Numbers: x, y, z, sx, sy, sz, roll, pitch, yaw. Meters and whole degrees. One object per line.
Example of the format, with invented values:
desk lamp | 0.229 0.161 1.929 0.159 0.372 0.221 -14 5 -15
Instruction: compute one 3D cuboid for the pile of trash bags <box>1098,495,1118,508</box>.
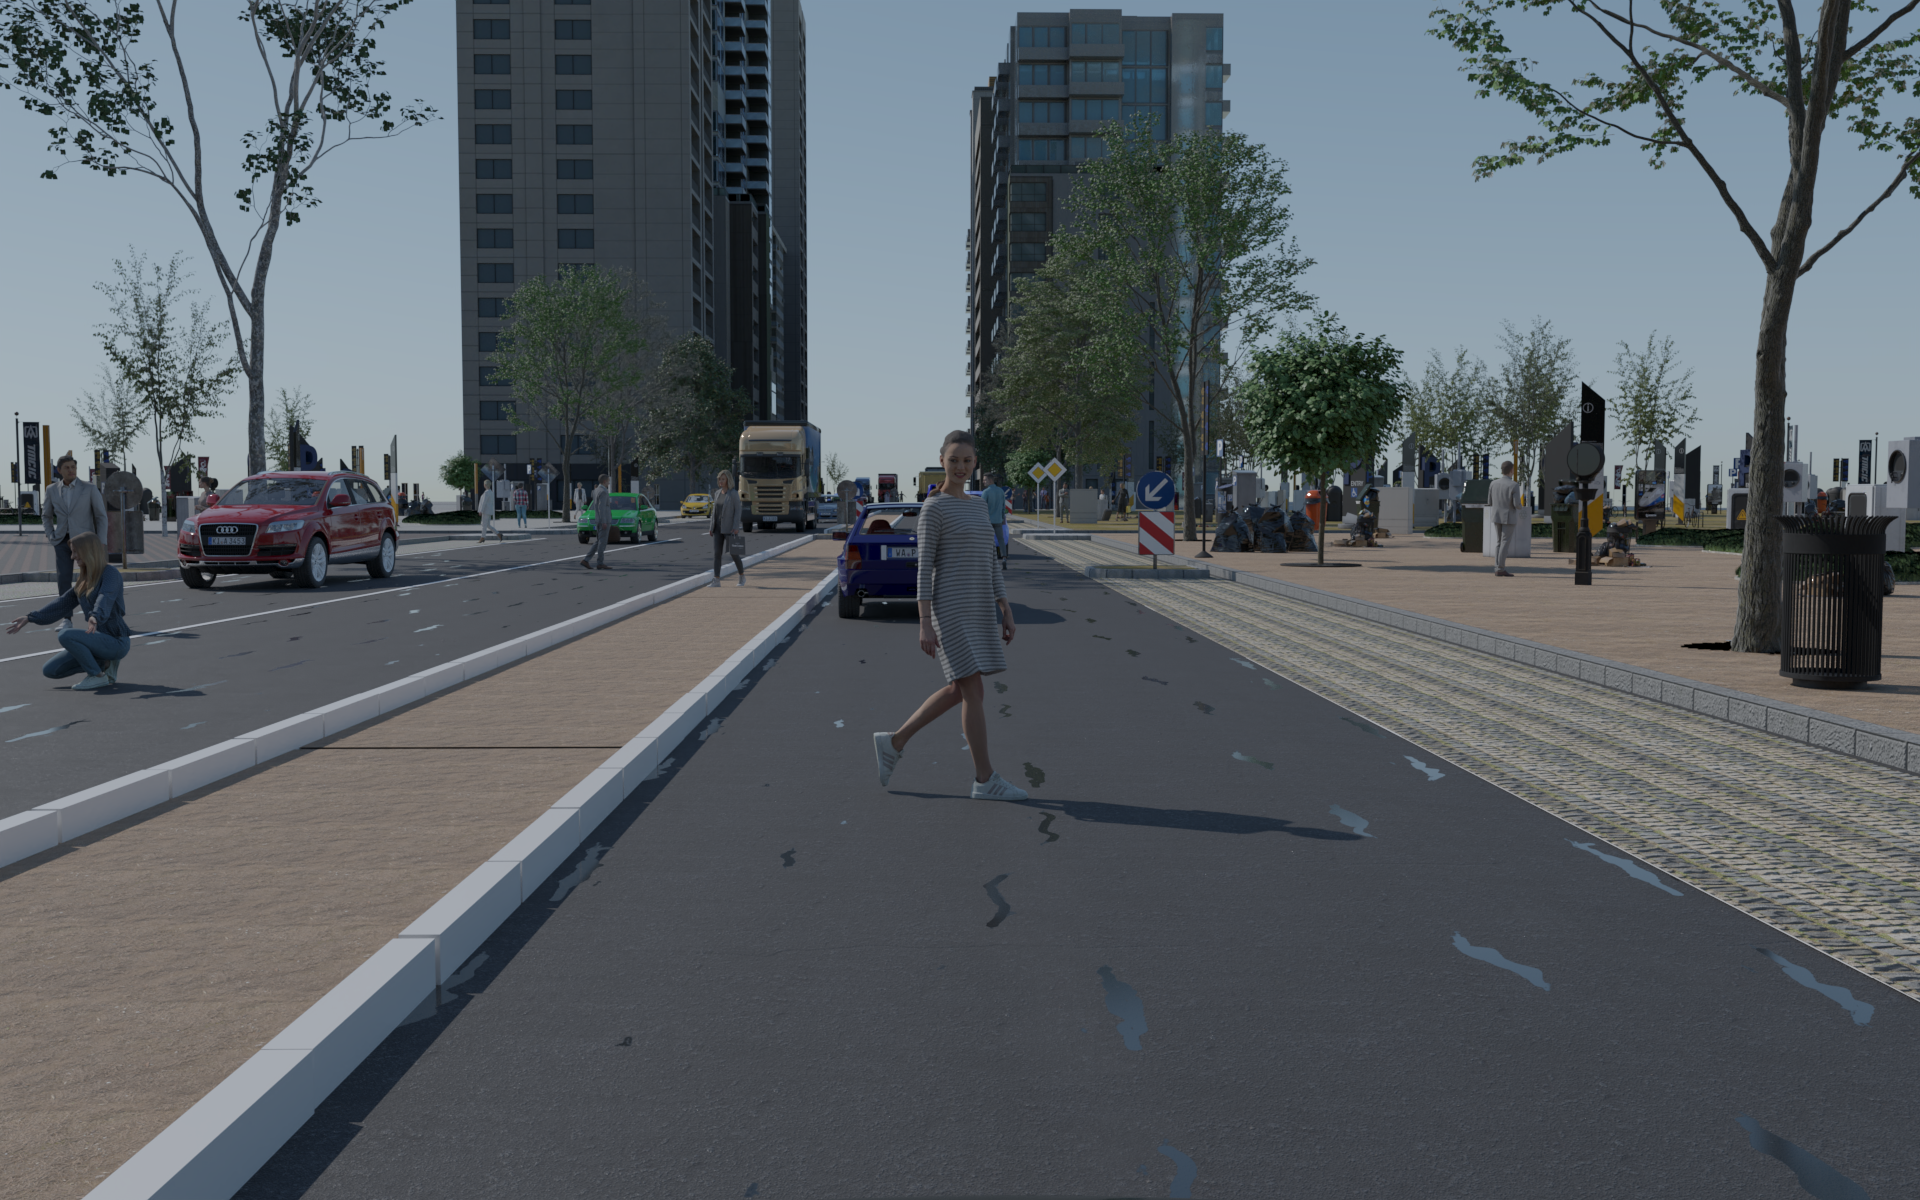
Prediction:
pile of trash bags | 10.723 -7.762 136.663 3.447 1.369 1.912 -1 4 -14

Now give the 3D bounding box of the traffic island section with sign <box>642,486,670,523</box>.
traffic island section with sign | -15.305 -4.671 85.000 1.989 1.847 2.006 0 4 -1

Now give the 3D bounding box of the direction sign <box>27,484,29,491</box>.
direction sign | -59.352 -7.236 110.297 0.379 3.537 0.876 -2 4 -30

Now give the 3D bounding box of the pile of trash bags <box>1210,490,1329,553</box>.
pile of trash bags | 7.249 -1.789 38.995 1.912 1.369 3.447 3 5 43

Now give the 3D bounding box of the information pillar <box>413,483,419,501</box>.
information pillar | -36.765 -6.889 117.120 0.304 2.012 0.304 0 4 7

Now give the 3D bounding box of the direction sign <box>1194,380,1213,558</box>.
direction sign | 4.916 -2.619 34.813 0.379 3.537 0.876 0 4 -1

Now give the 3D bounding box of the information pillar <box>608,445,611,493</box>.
information pillar | -16.765 -5.602 82.942 0.183 3.616 0.504 -1 4 -16

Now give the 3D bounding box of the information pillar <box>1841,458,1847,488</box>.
information pillar | 57.037 -7.367 111.806 0.504 3.616 0.183 -1 4 -21

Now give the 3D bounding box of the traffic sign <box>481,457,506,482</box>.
traffic sign | -14.679 -3.197 54.460 0.795 2.593 0.064 0 4 -1

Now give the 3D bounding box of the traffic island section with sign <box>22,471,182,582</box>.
traffic island section with sign | -14.209 -1.243 28.955 1.989 1.847 2.006 0 4 -1

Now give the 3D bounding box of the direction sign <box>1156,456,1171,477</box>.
direction sign | 12.200 -6.842 103.861 0.876 3.537 0.379 0 4 -4

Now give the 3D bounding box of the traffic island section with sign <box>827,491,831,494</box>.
traffic island section with sign | -18.460 -14.449 244.873 1.989 1.847 2.006 0 4 -1

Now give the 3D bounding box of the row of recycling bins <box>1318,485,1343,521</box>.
row of recycling bins | 18.067 -4.545 81.424 3.534 1.692 1.069 0 4 2

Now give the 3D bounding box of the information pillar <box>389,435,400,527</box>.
information pillar | -22.322 -4.709 68.353 0.183 3.616 0.504 -3 5 -40

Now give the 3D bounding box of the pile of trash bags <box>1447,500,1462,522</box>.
pile of trash bags | 24.036 -4.336 80.641 1.912 1.369 3.447 3 4 38

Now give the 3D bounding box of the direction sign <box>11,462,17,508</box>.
direction sign | -66.611 -7.957 122.091 0.379 3.537 0.876 0 4 1

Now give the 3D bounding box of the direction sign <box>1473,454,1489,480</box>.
direction sign | 29.478 -6.487 98.052 0.876 3.537 0.379 1 4 18

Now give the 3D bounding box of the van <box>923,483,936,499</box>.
van | -1.165 -6.461 110.023 2.240 2.365 5.245 0 4 -3

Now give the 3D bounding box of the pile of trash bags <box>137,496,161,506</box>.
pile of trash bags | -56.622 -6.787 120.716 1.912 1.369 3.447 -1 4 -21

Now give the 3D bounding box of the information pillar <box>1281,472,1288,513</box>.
information pillar | 22.507 -7.876 120.123 0.504 3.616 0.183 0 4 -2

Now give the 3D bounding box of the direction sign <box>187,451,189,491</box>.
direction sign | -41.036 -6.124 92.129 0.379 3.537 0.876 -2 4 -26

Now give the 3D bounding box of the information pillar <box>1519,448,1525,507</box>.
information pillar | 28.800 -5.960 88.800 0.183 3.616 0.504 0 4 -6

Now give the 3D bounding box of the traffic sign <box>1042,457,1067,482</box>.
traffic sign | 3.012 -3.217 54.787 0.795 2.593 0.064 0 4 -1

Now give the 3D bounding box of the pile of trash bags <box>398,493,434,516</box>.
pile of trash bags | -32.264 -5.625 101.718 1.912 1.369 3.447 -3 5 -40

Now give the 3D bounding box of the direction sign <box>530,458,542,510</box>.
direction sign | -26.678 -7.156 108.996 0.876 3.537 0.379 1 4 20

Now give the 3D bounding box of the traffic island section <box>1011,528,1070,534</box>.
traffic island section | 2.878 -2.482 62.854 2.009 0.180 2.903 0 4 -1

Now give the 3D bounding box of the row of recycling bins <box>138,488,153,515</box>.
row of recycling bins | -52.491 -6.199 108.467 3.534 1.692 1.069 -2 4 -23

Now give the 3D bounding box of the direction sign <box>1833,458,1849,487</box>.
direction sign | 55.650 -7.186 109.490 0.876 3.537 0.379 1 4 20

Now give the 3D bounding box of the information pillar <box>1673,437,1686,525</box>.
information pillar | 29.842 -4.920 71.803 0.183 3.616 0.504 -2 4 -34

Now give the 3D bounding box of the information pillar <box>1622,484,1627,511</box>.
information pillar | 50.772 -7.823 132.390 0.304 2.012 0.304 1 4 23

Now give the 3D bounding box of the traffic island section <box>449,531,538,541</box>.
traffic island section | -14.702 -1.972 54.527 2.009 0.180 2.903 0 4 -1

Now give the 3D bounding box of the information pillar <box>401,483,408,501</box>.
information pillar | -36.291 -6.650 113.215 0.304 2.012 0.304 1 4 16

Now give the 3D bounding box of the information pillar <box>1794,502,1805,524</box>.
information pillar | 35.068 -4.148 72.314 0.304 2.012 0.304 -3 4 -36

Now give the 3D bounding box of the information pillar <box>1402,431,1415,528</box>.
information pillar | 16.742 -4.482 64.632 0.504 3.616 0.183 0 4 -7

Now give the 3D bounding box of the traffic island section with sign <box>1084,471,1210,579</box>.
traffic island section with sign | 3.198 -1.313 30.094 1.989 1.847 2.006 0 4 -1

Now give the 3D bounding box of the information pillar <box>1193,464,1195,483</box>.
information pillar | 16.809 -8.175 125.015 0.183 3.616 0.504 2 4 29

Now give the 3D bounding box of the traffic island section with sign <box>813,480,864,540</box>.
traffic island section with sign | -3.628 -2.865 54.978 2.006 1.907 1.989 0 4 -1

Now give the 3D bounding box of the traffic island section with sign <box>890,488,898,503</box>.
traffic island section with sign | -5.254 -7.913 137.508 2.006 1.907 1.989 0 4 -1

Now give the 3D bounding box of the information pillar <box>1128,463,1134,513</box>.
information pillar | 11.717 -7.805 118.968 0.504 3.616 0.183 -2 4 -27

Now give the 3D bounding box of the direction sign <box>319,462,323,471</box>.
direction sign | -45.522 -8.013 123.002 0.379 3.537 0.876 1 4 16

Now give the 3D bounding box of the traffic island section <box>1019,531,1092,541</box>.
traffic island section | 3.036 -1.993 54.870 2.009 0.180 2.903 0 4 -1

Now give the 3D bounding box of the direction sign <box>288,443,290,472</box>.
direction sign | -29.555 -5.183 76.741 0.379 3.537 0.876 -3 5 -45

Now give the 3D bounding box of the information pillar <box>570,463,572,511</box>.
information pillar | -29.652 -8.599 131.942 0.183 3.616 0.504 0 4 -7

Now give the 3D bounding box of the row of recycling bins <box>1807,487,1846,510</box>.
row of recycling bins | 58.430 -6.720 116.987 3.534 1.692 1.069 0 4 6

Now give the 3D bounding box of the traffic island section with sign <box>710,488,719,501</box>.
traffic island section with sign | -15.844 -6.342 112.320 1.989 1.847 2.006 0 4 -1

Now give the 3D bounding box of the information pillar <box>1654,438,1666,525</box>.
information pillar | 29.282 -4.964 72.524 0.504 3.616 0.183 0 4 1

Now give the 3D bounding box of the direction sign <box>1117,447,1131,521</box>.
direction sign | 7.966 -5.624 83.954 0.379 3.537 0.876 -3 5 -42

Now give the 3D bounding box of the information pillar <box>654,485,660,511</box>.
information pillar | -23.555 -7.956 134.572 0.304 2.012 0.304 -3 5 -40

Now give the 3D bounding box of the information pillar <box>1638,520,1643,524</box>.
information pillar | 29.722 -4.337 75.397 0.304 2.012 0.304 2 4 30

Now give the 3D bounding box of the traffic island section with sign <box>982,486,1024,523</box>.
traffic island section with sign | 2.113 -4.696 85.414 1.989 1.847 2.006 0 4 -1

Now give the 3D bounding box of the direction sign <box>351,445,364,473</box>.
direction sign | -28.121 -5.440 80.942 0.876 3.537 0.379 2 4 34

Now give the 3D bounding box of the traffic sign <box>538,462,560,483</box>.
traffic sign | -14.836 -3.685 62.444 0.795 2.593 0.064 0 4 -1

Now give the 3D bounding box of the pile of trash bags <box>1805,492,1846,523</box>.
pile of trash bags | 37.667 -4.029 75.629 1.912 1.369 3.447 2 4 26

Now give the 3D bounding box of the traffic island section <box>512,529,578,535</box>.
traffic island section | -14.860 -2.461 62.510 2.009 0.180 2.903 0 4 -1

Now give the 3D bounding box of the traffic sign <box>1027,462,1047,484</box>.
traffic sign | 2.855 -3.705 62.771 0.795 2.593 0.064 0 4 -1

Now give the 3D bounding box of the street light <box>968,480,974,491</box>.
street light | 1.234 -15.311 222.880 1.470 5.913 1.316 0 4 -1

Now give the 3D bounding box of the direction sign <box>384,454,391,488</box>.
direction sign | -31.923 -6.423 97.014 0.876 3.537 0.379 2 4 29

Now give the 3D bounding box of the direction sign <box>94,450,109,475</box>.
direction sign | -43.834 -5.905 88.539 0.379 3.537 0.876 1 4 23
